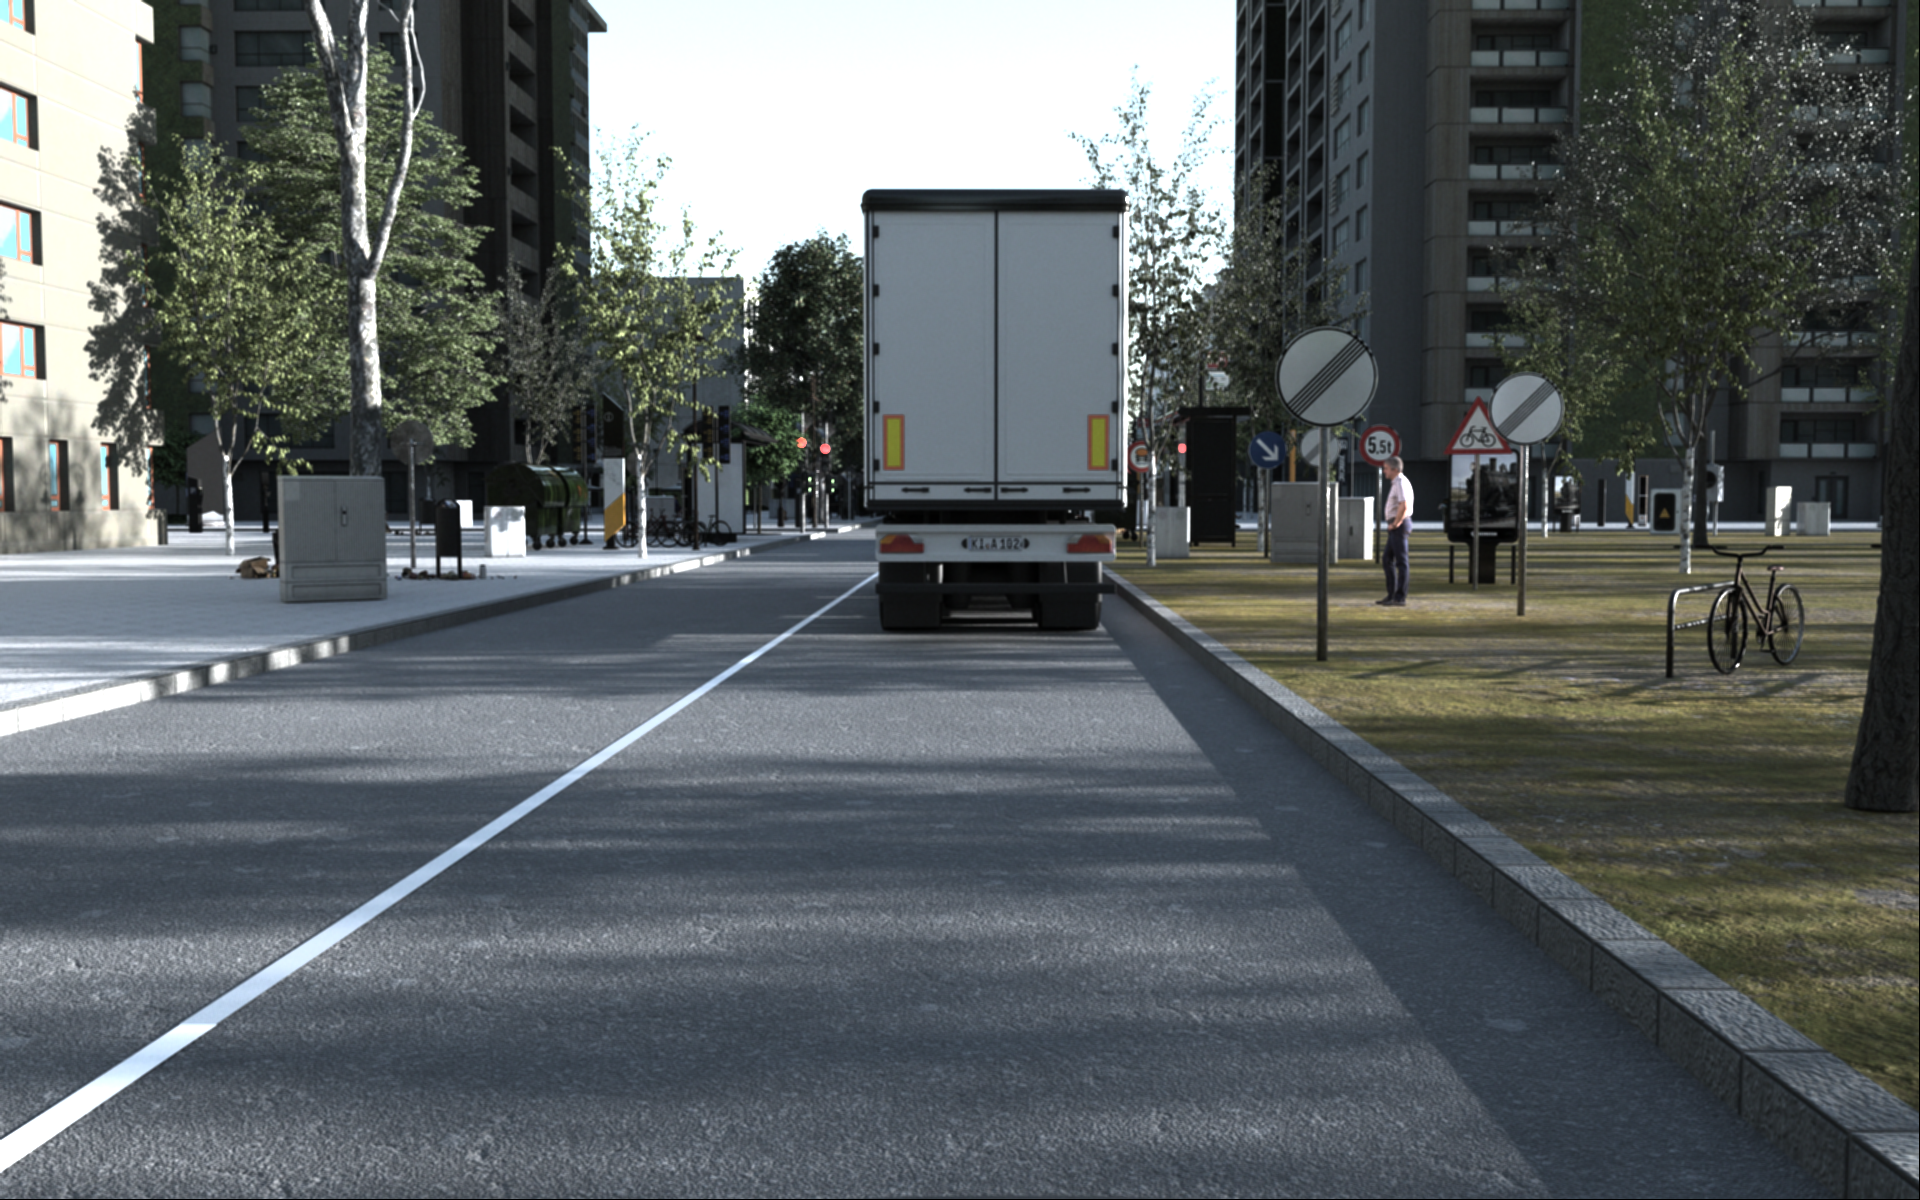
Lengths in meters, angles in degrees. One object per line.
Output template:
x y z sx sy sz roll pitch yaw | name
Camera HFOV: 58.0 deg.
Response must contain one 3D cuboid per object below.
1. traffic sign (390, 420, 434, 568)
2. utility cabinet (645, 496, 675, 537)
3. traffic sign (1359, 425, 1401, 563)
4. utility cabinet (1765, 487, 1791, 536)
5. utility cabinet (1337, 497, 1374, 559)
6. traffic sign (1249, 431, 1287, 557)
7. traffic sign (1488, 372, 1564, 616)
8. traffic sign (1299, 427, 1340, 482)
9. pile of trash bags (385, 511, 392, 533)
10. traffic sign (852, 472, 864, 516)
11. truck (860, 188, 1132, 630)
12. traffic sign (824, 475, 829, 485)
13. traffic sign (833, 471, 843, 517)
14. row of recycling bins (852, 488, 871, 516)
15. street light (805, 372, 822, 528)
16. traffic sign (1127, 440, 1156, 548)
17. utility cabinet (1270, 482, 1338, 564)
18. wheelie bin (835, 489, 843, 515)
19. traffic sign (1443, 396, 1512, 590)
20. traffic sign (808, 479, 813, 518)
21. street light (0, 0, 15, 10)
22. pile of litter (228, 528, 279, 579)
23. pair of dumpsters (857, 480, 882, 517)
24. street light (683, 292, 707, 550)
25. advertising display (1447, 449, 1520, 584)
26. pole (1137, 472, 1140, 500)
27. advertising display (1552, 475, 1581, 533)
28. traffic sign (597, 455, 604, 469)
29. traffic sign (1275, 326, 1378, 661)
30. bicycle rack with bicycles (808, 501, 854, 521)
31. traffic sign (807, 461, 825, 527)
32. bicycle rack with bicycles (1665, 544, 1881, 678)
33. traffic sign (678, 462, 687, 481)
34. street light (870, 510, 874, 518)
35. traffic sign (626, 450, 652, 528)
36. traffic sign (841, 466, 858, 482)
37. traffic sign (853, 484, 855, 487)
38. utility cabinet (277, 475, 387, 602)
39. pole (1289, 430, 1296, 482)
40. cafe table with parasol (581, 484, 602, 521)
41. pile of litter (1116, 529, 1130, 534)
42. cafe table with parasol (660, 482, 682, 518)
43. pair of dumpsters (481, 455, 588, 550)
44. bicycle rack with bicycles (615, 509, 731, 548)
-9.464 -1.823 29.908 0.768 2.556 0.104 0 4 4 | traffic sign
-9.126 -2.512 52.227 1.020 1.237 0.306 -1 4 -22 | utility cabinet
7.725 -1.948 31.953 0.768 2.556 0.104 0 4 5 | traffic sign
24.958 -2.702 52.852 1.173 1.500 0.318 -3 5 -44 | utility cabinet
7.729 -1.429 34.522 0.306 1.237 1.020 -3 4 -39 | utility cabinet
6.217 -2.139 35.073 0.768 2.556 0.104 0 4 3 | traffic sign
5.920 -1.106 18.195 0.768 2.556 0.104 0 4 6 | traffic sign
6.850 -2.015 33.059 0.768 2.556 0.104 0 4 7 | traffic sign
-19.550 -2.874 56.736 1.912 1.369 3.447 0 4 -5 | pile of trash bags
-6.022 -6.235 102.043 0.768 2.556 0.104 0 4 3 | traffic sign
0.289 -1.995 21.534 2.839 4.237 11.283 0 4 0 | truck
-8.823 -7.035 115.128 0.768 2.556 0.104 0 4 5 | traffic sign
-6.796 -6.019 98.415 0.884 2.594 0.081 0 4 3 | traffic sign
-5.911 -5.965 104.640 1.069 1.692 3.534 0 4 2 | row of recycling bins
-5.545 -5.681 65.669 0.468 5.910 1.993 0 4 1 | street light
4.303 -2.504 41.046 0.768 2.556 0.104 0 4 2 | traffic sign
6.295 -1.407 31.686 1.173 1.500 0.318 1 4 21 | utility cabinet
-6.981 -5.868 103.857 0.980 1.594 0.693 0 4 -6 | wheelie bin
6.907 -1.416 23.158 0.884 2.594 0.081 1 4 11 | traffic sign
-8.140 -5.565 93.114 0.606 2.300 0.079 0 4 4 | traffic sign
-6.637 -2.359 11.355 0.468 5.910 1.993 0 4 1 | street light
-10.695 -0.791 26.902 1.176 0.858 1.719 2 4 27 | pile of litter
-5.122 -5.929 99.432 1.574 2.255 4.437 0 4 1 | pair of dumpsters
-6.071 -4.090 39.655 0.468 5.910 1.993 0 4 1 | street light
7.484 -1.197 24.779 0.974 1.923 0.123 1 4 17 | advertising display
8.457 -5.402 82.167 0.158 3.312 0.155 0 3 0 | pole
20.150 -3.202 57.573 0.974 1.923 0.123 -1 4 -11 | advertising display
-9.884 -3.005 48.861 0.795 2.593 0.064 1 4 8 | traffic sign
2.788 -0.805 13.261 0.768 2.556 0.104 0 4 4 | traffic sign
-6.254 -4.338 84.308 2.852 0.926 2.925 0 4 -5 | bicycle rack with bicycles
-5.582 -4.112 67.338 0.768 2.556 0.104 0 4 6 | traffic sign
6.393 0.068 12.274 2.852 0.926 2.925 3 4 39 | bicycle rack with bicycles
-8.732 -3.265 55.518 0.606 2.300 0.079 1 4 10 | traffic sign
-4.786 -7.411 93.965 0.468 5.910 1.993 0 4 1 | street light
-9.361 -3.082 50.495 0.768 2.556 0.104 0 4 4 | traffic sign
-5.145 -4.933 80.384 0.795 2.593 0.064 0 4 3 | traffic sign
-8.329 -8.622 141.074 0.768 2.556 0.104 0 4 4 | traffic sign
-7.493 -0.735 20.699 1.173 1.500 0.318 -2 4 -35 | utility cabinet
10.536 -3.738 54.963 0.158 3.312 0.155 0 3 0 | pole
-18.147 -4.678 81.352 2.610 1.966 2.610 -1 4 -12 | cafe table with parasol
4.905 -2.581 56.168 1.176 0.858 1.719 -1 4 -21 | pile of litter
-14.895 -5.435 93.733 2.610 1.966 2.610 1 4 11 | cafe table with parasol
-10.137 -2.380 41.407 1.574 2.255 4.437 0 4 1 | pair of dumpsters
-7.091 -1.787 42.600 2.925 0.926 2.852 -1 4 -15 | bicycle rack with bicycles
